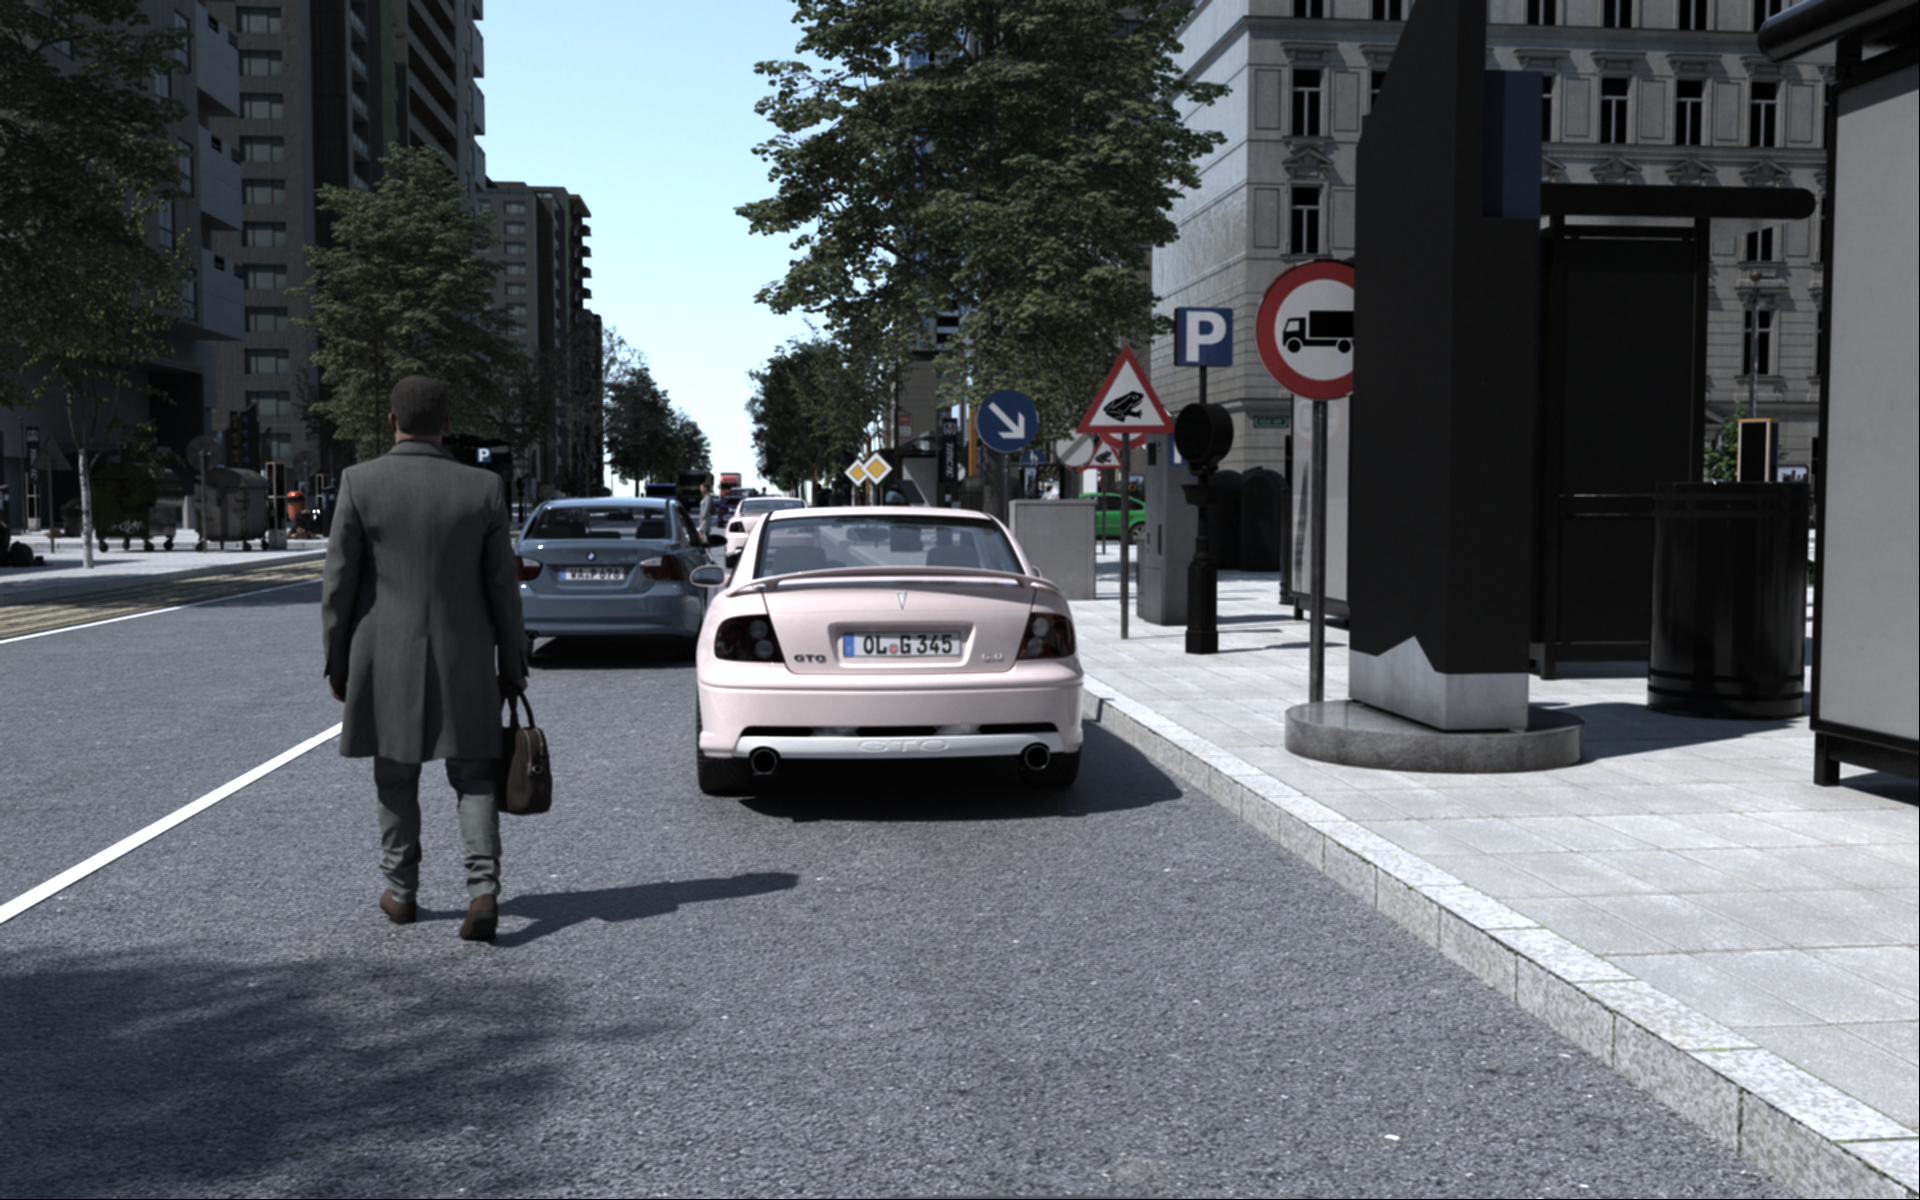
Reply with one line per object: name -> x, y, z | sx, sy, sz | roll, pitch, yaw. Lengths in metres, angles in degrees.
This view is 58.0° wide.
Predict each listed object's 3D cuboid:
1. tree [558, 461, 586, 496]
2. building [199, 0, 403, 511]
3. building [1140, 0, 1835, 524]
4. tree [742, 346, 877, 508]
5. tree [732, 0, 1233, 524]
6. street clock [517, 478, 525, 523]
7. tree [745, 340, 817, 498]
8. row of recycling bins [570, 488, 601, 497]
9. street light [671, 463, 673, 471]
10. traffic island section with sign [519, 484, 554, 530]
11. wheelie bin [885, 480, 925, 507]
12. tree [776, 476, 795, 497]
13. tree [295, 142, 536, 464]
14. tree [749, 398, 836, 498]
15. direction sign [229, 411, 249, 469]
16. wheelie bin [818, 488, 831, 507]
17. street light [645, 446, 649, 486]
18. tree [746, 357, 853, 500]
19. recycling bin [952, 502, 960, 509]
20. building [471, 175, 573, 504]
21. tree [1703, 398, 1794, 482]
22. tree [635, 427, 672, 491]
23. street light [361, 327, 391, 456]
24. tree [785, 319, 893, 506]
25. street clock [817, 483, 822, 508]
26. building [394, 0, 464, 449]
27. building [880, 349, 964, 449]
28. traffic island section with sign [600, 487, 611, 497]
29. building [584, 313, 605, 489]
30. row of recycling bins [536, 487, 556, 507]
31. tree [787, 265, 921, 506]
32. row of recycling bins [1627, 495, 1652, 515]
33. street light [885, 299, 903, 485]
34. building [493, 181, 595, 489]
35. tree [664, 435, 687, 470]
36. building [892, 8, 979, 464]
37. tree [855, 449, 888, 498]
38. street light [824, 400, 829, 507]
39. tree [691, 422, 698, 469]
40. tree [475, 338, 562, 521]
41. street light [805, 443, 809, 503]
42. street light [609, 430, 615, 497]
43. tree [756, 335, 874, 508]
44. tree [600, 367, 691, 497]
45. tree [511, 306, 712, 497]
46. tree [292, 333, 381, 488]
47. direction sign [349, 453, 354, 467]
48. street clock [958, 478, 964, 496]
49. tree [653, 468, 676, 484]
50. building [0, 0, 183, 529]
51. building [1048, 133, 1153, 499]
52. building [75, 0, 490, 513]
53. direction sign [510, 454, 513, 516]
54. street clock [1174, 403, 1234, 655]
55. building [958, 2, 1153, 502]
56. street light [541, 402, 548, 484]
tree -> -22.784, -6.469, 100.377 | 1.663, 3.219, 1.824 | 0, 3, 0
building -> -44.179, -26.077, 109.953 | 14.154, 41.232, 14.086 | 0, 4, -6
building -> 31.028, -18.224, 74.373 | 44.131, 29.872, 17.030 | 0, 4, -6
tree -> -9.167, -10.674, 108.925 | 8.767, 10.594, 7.601 | -2, 4, -29
tree -> 0.380, -6.641, 26.715 | 7.486, 12.596, 7.792 | 0, 3, 0
street clock -> -19.607, -4.449, 77.310 | 0.358, 2.002, 0.471 | 0, 4, 1
tree -> -20.110, -21.867, 213.411 | 12.611, 20.169, 13.585 | 0, 3, 0
row of recycling bins -> -25.414, -6.775, 117.892 | 1.069, 1.692, 3.534 | 1, 4, 19
street light -> -34.371, -14.292, 206.460 | 0.468, 5.910, 1.993 | 0, 4, -6
traffic island section with sign -> -16.747, -3.762, 70.133 | 1.989, 1.847, 2.006 | 0, 4, -6
wheelie bin -> -1.245, -1.868, 38.453 | 0.693, 1.594, 0.980 | 2, 4, 33
tree -> -23.150, -15.115, 230.835 | 4.285, 4.588, 4.351 | 0, 3, 0
tree -> -17.753, -8.439, 56.111 | 7.486, 12.596, 7.792 | 0, 3, 0
tree -> -16.663, -15.833, 175.882 | 9.611, 12.733, 9.660 | 0, 3, 0
direction sign -> -19.762, -3.398, 47.557 | 0.379, 3.537, 0.876 | 0, 4, 8
wheelie bin -> -7.213, -5.201, 92.937 | 0.980, 1.594, 0.693 | 1, 4, 18
street light -> -29.354, -11.592, 162.311 | 0.468, 5.910, 1.993 | 0, 4, -6
tree -> -13.842, -14.739, 151.349 | 12.009, 13.543, 11.850 | 0, 3, 0
recycling bin -> -0.019, -2.779, 57.991 | 0.722, 1.027, 0.722 | 2, 4, 34
building -> -58.020, -33.005, 223.231 | 14.154, 41.232, 14.086 | 0, 4, -6
tree -> 15.773, -2.491, 35.332 | 1.663, 3.219, 1.824 | 0, 3, 0
tree -> -29.908, -13.260, 167.166 | 4.360, 8.622, 3.978 | 0, 3, 0
street light -> -16.159, -4.604, 48.057 | 0.468, 5.910, 1.993 | 0, 4, -6
tree -> -4.462, -7.252, 68.936 | 4.737, 8.622, 4.395 | 0, 3, 0
street clock -> -9.565, -6.866, 116.825 | 0.471, 2.002, 0.358 | 1, 4, 11
building -> -50.309, -30.975, 130.142 | 21.300, 48.544, 21.600 | 0, 4, -6
building -> 3.749, -24.200, 240.716 | 27.650, 21.520, 28.899 | 0, 4, -6
traffic island section with sign -> -19.824, -5.409, 97.070 | 1.989, 1.847, 2.006 | 0, 4, -6
building -> -62.721, -30.295, 267.031 | 14.160, 30.474, 14.107 | 0, 4, -6
row of recycling bins -> -22.920, -5.414, 95.634 | 1.069, 1.692, 3.534 | 0, 4, -6
tree -> -2.982, -6.382, 54.702 | 4.360, 8.622, 3.978 | 0, 3, 0
row of recycling bins -> 41.682, -5.997, 105.168 | 1.069, 1.692, 3.534 | -2, 4, -27
street light -> -1.493, -4.162, 40.833 | 0.468, 5.910, 1.993 | 0, 4, -6
building -> -63.828, -36.101, 244.882 | 22.147, 44.769, 28.867 | 0, 4, -6
tree -> -35.830, -16.006, 212.059 | 4.737, 8.622, 4.395 | 0, 3, 0
building -> -1.714, -58.442, 268.197 | 22.319, 86.520, 31.000 | 0, 4, -6
tree -> -4.141, -4.873, 74.274 | 1.663, 3.219, 1.824 | 0, 3, 0
street light -> -6.464, -6.820, 84.291 | 0.468, 5.910, 1.993 | 0, 4, -6
tree -> -33.363, -16.309, 184.779 | 7.486, 12.596, 7.792 | 0, 3, 0
tree -> -20.740, -8.045, 81.893 | 4.737, 8.622, 4.395 | 0, 3, 0
street light -> -10.893, -9.151, 122.405 | 0.468, 5.910, 1.993 | 0, 4, -6
street light -> -24.908, -9.244, 123.925 | 0.468, 5.910, 1.993 | 0, 4, -6
tree -> -11.479, -14.149, 137.988 | 9.857, 13.997, 8.962 | 0, 3, 0
tree -> -28.622, -14.434, 154.124 | 7.486, 12.596, 7.792 | 0, 3, 0
tree -> -24.616, -12.456, 114.025 | 12.009, 13.543, 11.850 | 0, 3, 0
tree -> -27.043, -7.691, 76.109 | 4.737, 8.622, 4.395 | 0, 3, 0
direction sign -> -33.384, -6.306, 95.102 | 0.379, 3.537, 0.876 | 0, 4, -5
street clock -> 0.056, -4.323, 75.254 | 0.358, 2.002, 0.471 | 2, 4, 30
tree -> -33.917, -13.167, 198.988 | 4.285, 4.588, 4.351 | 0, 3, 0
building -> -46.504, -29.416, 70.190 | 28.713, 52.752, 27.495 | 0, 4, -6
building -> 10.044, -15.594, 105.875 | 10.553, 20.767, 40.483 | 0, 4, -6
building -> -57.447, -34.534, 153.862 | 28.713, 52.752, 27.495 | 0, 4, -6
direction sign -> -26.174, -6.647, 100.678 | 0.379, 3.537, 0.876 | -1, 4, -18
street clock -> 1.947, -0.570, 13.891 | 0.358, 2.002, 0.471 | -2, 4, -33
building -> 10.807, -43.288, 146.017 | 20.563, 71.187, 20.611 | 0, 4, -6
street light -> -20.623, -6.934, 86.166 | 0.468, 5.910, 1.993 | 0, 4, -6
